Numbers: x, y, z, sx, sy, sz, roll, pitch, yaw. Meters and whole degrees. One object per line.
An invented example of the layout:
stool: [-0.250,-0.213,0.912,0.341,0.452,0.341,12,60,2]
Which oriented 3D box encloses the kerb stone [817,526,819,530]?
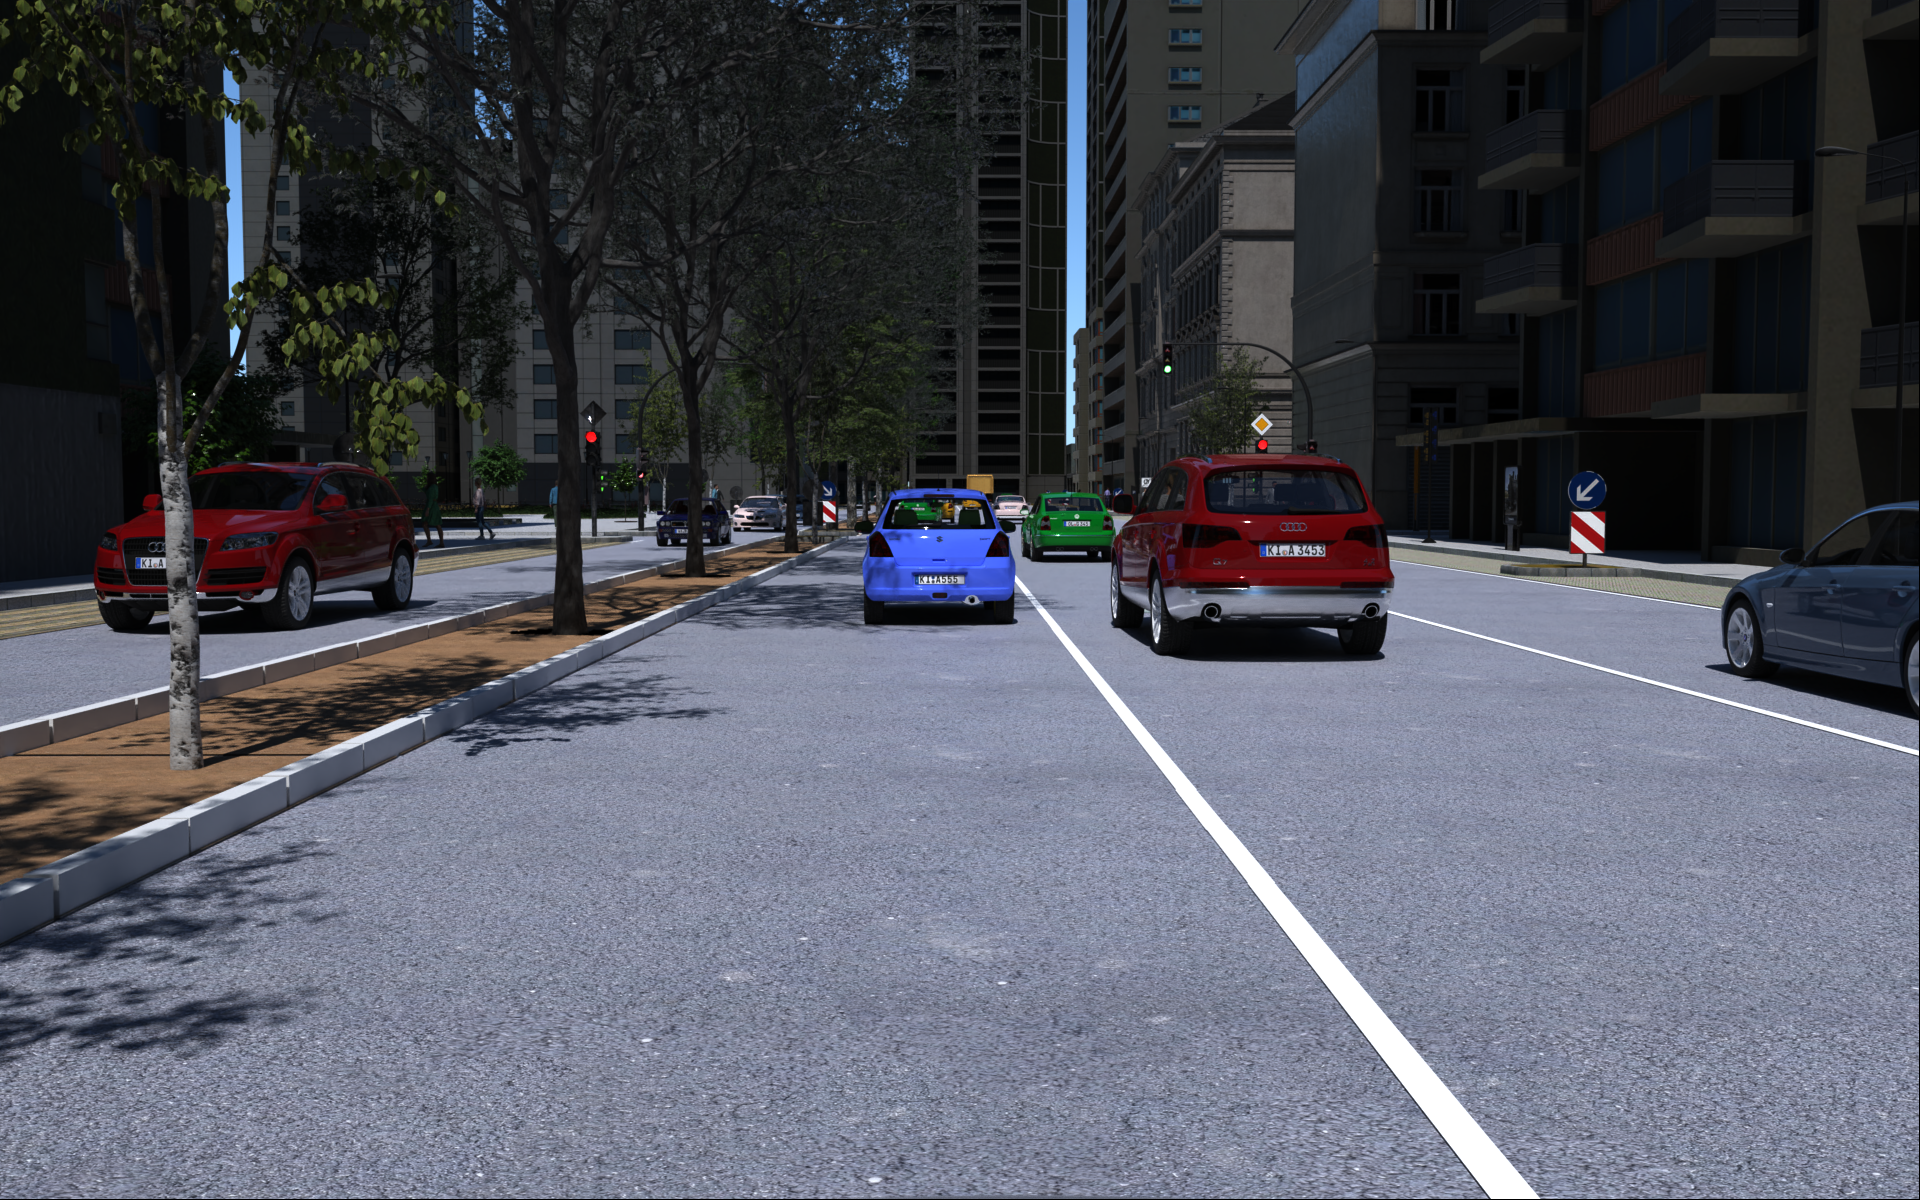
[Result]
kerb stone: [-5.668,-2.755,67.289,0.120,0.150,1.000,0,4,0]

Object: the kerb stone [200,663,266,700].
kerb stone: [-5.256,0.598,12.424,0.120,0.150,1.000,0,4,0]

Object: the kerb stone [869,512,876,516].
kerb stone: [-6.064,-5.952,119.562,0.120,0.150,1.000,0,4,0]

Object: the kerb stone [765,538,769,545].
kerb stone: [-5.518,-1.597,48.314,0.120,0.150,1.000,0,4,0]

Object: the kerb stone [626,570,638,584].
kerb stone: [-5.359,-0.344,27.817,0.120,0.150,1.000,0,4,0]

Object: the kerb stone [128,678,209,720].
kerb stone: [-5.240,0.660,11.402,0.120,0.150,1.000,0,4,0]

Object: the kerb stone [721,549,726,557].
kerb stone: [-5.457,-1.030,39.098,0.120,0.150,1.000,0,4,0]

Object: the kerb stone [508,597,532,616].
kerb stone: [-5.312,0.096,20.627,0.120,0.150,1.000,0,4,0]

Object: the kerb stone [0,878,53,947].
kerb stone: [-3.095,1.037,5.307,0.120,0.150,1.000,0,4,0]

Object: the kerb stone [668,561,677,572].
kerb stone: [-5.400,-0.594,31.909,0.120,0.150,1.000,0,4,0]

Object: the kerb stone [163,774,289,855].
kerb stone: [-3.113,0.907,7.362,0.120,0.150,1.000,0,4,0]

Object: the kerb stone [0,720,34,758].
kerb stone: [-5.233,0.786,9.346,0.120,0.150,1.000,0,4,0]

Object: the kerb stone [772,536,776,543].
kerb stone: [-5.534,-1.720,50.372,0.120,0.150,1.000,0,4,0]

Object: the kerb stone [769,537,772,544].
kerb stone: [-5.536,-1.660,49.342,0.120,0.150,1.000,0,4,0]

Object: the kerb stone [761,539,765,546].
kerb stone: [-5.516,-1.535,47.292,0.120,0.150,1.000,0,4,0]

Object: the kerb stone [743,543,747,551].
kerb stone: [-5.481,-1.284,43.187,0.120,0.150,1.000,0,4,0]

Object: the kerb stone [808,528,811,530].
kerb stone: [-5.638,-2.505,63.193,0.120,0.150,1.000,0,4,0]

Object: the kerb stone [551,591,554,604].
kerb stone: [-5.334,-0.028,22.684,0.120,0.150,1.000,0,4,0]

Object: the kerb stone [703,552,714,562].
kerb stone: [-5.440,-0.907,37.045,0.120,0.150,1.000,0,4,0]

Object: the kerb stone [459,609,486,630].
kerb stone: [-5.298,0.227,18.564,0.120,0.150,1.000,0,4,0]

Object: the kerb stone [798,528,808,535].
kerb stone: [-5.631,-2.441,62.171,0.120,0.150,1.000,0,4,0]

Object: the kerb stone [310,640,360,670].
kerb stone: [-5.269,0.473,14.469,0.120,0.150,1.000,0,4,0]

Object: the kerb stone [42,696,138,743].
kerb stone: [-5.233,0.723,10.374,0.120,0.150,1.000,0,4,0]

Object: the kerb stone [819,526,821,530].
kerb stone: [-5.675,-2.815,68.311,0.120,0.150,1.000,0,4,0]

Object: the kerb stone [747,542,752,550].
kerb stone: [-5.486,-1.347,44.214,0.120,0.150,1.000,0,4,0]

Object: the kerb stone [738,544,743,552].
kerb stone: [-5.469,-1.220,42.163,0.120,0.150,1.000,0,4,0]

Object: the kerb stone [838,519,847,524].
kerb stone: [-5.802,-3.887,85.752,0.120,0.150,1.000,0,4,0]

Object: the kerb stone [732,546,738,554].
kerb stone: [-5.459,-1.158,41.141,0.120,0.150,1.000,0,4,0]

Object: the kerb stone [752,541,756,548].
kerb stone: [-5.501,-1.409,45.240,0.120,0.150,1.000,0,4,0]

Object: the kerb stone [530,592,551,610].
kerb stone: [-5.325,0.034,21.653,0.120,0.150,1.000,0,4,0]

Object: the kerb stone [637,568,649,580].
kerb stone: [-5.372,-0.407,28.843,0.120,0.150,1.000,0,4,0]

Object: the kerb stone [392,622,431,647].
kerb stone: [-5.282,0.347,16.517,0.120,0.150,1.000,0,4,0]

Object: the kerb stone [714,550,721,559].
kerb stone: [-5.441,-0.971,38.076,0.120,0.150,1.000,0,4,0]

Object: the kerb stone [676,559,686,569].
kerb stone: [-5.396,-0.657,32.931,0.120,0.150,1.000,0,4,0]

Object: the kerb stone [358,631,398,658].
kerb stone: [-5.269,0.415,15.495,0.120,0.150,1.000,0,4,0]

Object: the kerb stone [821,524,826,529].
kerb stone: [-5.698,-3.005,71.380,0.120,0.150,1.000,0,4,0]

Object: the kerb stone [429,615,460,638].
kerb stone: [-5.289,0.292,17.540,0.120,0.150,1.000,0,4,0]

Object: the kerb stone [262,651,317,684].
kerb stone: [-5.258,0.536,13.447,0.120,0.150,1.000,0,4,0]

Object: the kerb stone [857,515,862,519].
kerb stone: [-5.936,-5.015,104.192,0.120,0.150,1.000,0,4,0]

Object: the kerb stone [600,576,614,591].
kerb stone: [-5.348,-0.218,25.763,0.120,0.150,1.000,0,4,0]

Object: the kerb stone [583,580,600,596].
kerb stone: [-5.338,-0.155,24.735,0.120,0.150,1.000,0,4,0]

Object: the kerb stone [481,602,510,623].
kerb stone: [-5.306,0.159,19.598,0.120,0.150,1.000,0,4,0]

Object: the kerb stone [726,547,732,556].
kerb stone: [-5.453,-1.092,40.120,0.120,0.150,1.000,0,4,0]

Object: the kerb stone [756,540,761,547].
kerb stone: [-5.503,-1.472,46.264,0.120,0.150,1.000,0,4,0]

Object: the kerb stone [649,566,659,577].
kerb stone: [-5.386,-0.462,29.865,0.120,0.150,1.000,0,4,0]

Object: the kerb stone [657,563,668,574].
kerb stone: [-5.387,-0.532,30.887,0.120,0.150,1.000,0,4,0]

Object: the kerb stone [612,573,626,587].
kerb stone: [-5.361,-0.281,26.792,0.120,0.150,1.000,0,4,0]

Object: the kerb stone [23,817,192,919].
kerb stone: [-3.102,0.970,6.340,0.120,0.150,1.000,0,4,0]
